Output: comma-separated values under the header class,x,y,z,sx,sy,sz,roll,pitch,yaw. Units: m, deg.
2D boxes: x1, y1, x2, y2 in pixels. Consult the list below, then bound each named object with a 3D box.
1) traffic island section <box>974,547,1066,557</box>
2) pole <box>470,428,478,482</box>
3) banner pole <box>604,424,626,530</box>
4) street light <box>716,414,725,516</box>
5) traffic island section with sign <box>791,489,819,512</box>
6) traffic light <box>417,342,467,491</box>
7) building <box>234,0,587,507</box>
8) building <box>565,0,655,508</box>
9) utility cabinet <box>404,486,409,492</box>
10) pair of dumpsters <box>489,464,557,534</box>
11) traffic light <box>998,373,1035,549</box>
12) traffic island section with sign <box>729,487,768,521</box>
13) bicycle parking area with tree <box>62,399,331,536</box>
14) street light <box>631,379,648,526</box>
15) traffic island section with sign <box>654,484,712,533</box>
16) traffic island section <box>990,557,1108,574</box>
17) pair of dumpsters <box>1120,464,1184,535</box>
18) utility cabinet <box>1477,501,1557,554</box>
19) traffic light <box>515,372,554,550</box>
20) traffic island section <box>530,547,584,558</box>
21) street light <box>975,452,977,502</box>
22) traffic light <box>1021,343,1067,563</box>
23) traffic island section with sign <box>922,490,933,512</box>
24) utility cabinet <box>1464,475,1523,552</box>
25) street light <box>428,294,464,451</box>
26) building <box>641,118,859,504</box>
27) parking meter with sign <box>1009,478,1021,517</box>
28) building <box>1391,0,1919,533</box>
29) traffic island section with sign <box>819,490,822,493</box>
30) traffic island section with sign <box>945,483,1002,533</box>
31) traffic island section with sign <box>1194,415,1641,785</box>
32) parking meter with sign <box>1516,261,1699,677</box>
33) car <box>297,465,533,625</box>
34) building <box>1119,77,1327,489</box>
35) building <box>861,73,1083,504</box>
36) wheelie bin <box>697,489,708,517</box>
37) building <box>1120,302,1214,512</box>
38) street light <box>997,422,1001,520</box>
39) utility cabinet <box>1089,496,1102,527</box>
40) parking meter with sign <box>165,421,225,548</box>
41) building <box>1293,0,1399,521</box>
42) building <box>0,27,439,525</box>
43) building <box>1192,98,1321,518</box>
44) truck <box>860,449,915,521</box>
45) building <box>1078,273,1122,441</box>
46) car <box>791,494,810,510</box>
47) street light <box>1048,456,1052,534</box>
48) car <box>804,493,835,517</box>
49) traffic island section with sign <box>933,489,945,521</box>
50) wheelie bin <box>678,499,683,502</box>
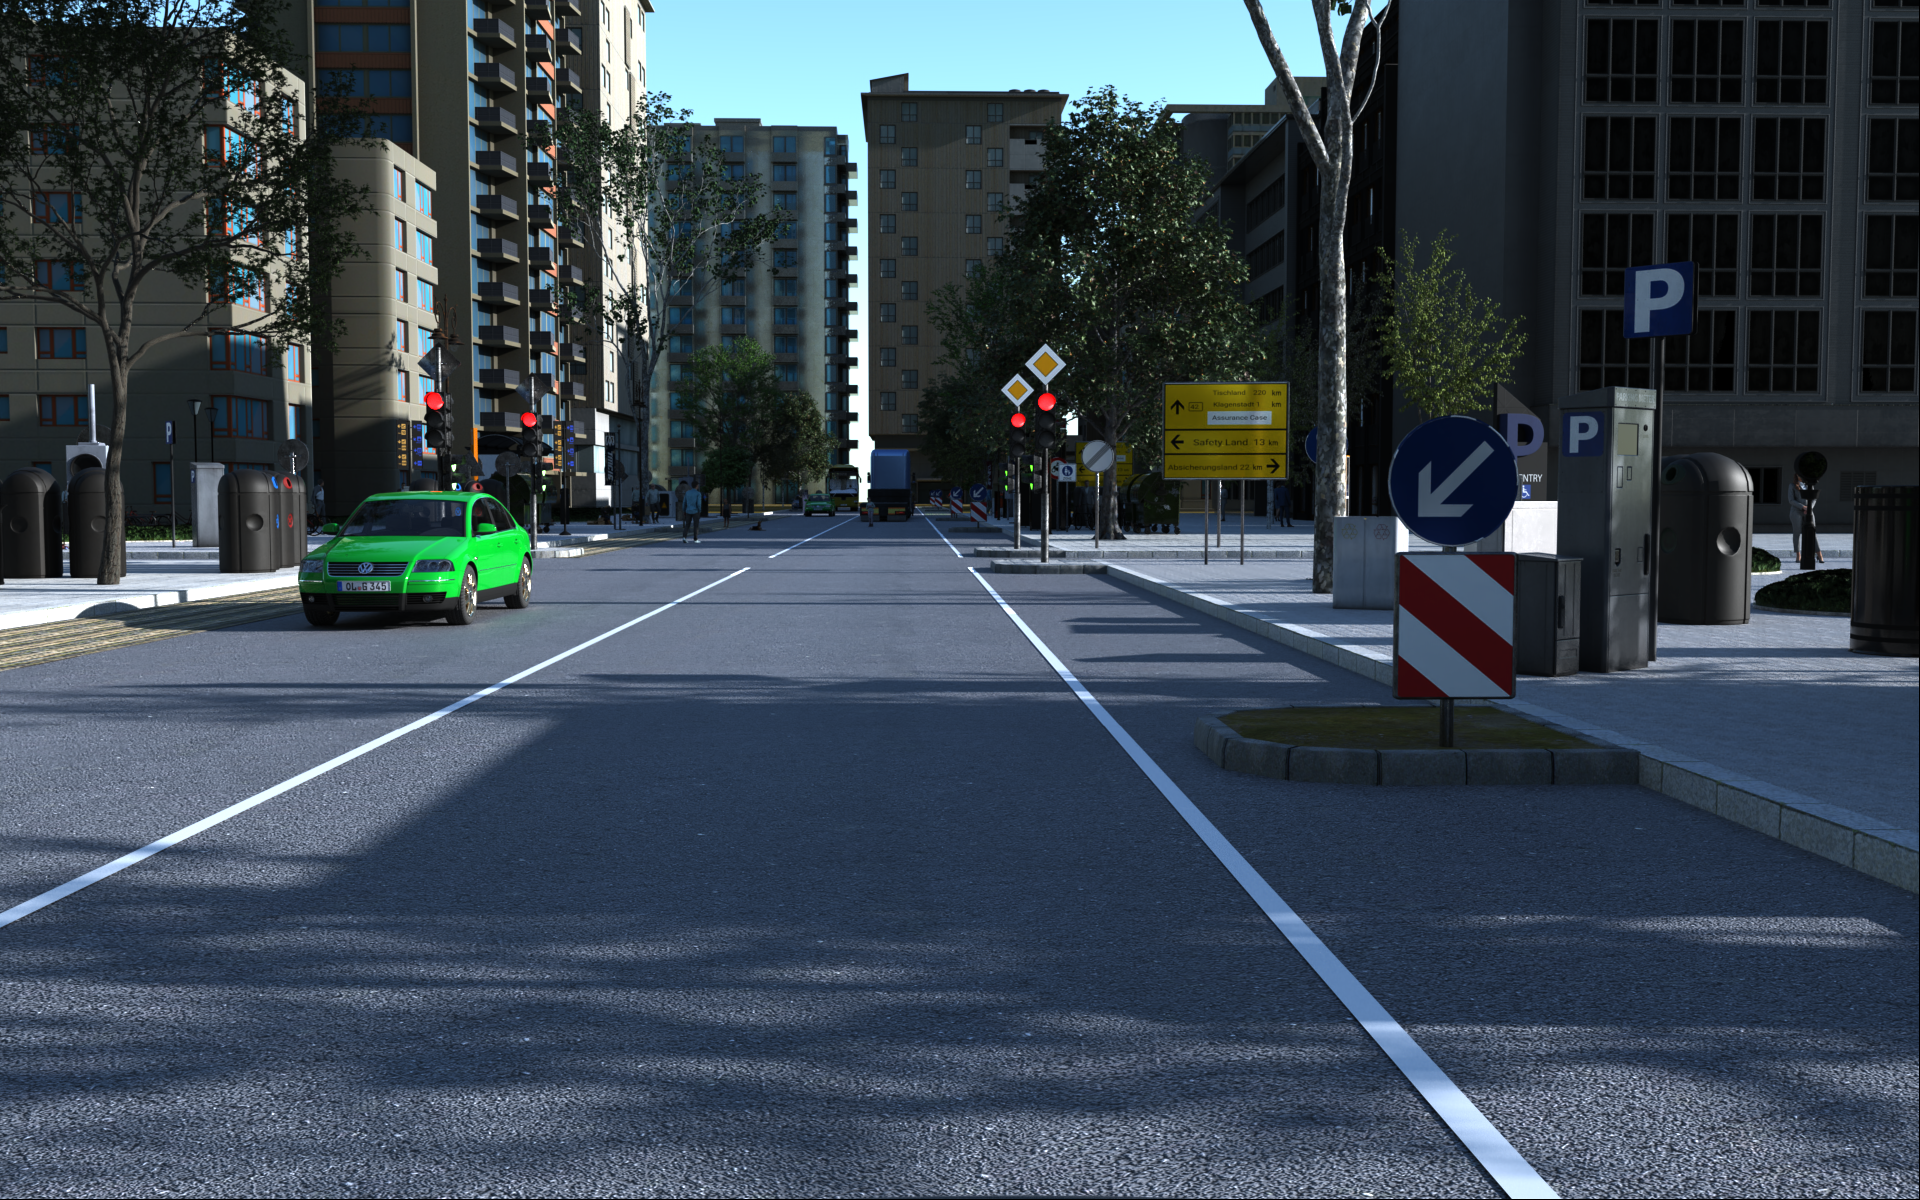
class,x,y,z,sx,sy,sz,roll,pitch,yaw
traffic island section,1.356,-1.111,40.447,2.009,0.180,2.903,0,4,-2
pole,-14.999,-3.650,53.525,0.158,3.312,0.155,0,3,0
banner pole,-12.335,-4.389,61.772,0.401,3.779,0.863,3,5,44
street light,-13.768,-7.764,99.731,0.468,5.910,1.993,0,4,-2
traffic island section with sign,-12.811,-8.146,141.811,1.989,1.847,2.006,0,4,-2
traffic light,-9.584,-2.634,31.979,0.839,4.253,0.868,0,4,-2
building,-40.577,-29.030,129.272,22.147,44.769,28.867,0,4,-2
building,-43.992,-34.966,160.937,27.495,52.752,28.713,0,4,-2
utility cabinet,-15.392,-2.504,49.615,0.318,1.500,1.173,2,4,24
pair of dumpsters,-14.057,-3.232,55.334,1.574,2.255,4.437,0,4,-2
traffic light,1.316,-3.144,40.331,0.839,4.253,0.868,0,4,-2
traffic island section with sign,-11.216,-5.101,92.028,1.989,1.847,2.006,0,4,-2
bicycle parking area with tree,-24.135,-4.158,54.984,9.016,4.147,8.231,0,4,-5
street light,-12.912,-5.942,69.932,0.468,5.910,1.993,0,4,-2
traffic island section with sign,-10.352,-3.447,64.993,1.989,1.847,2.006,0,4,-2
traffic island section,1.612,-0.623,32.466,2.009,0.180,2.903,0,4,-2
pair of dumpsters,6.284,-3.321,56.797,1.574,2.255,4.437,0,4,-2
utility cabinet,4.909,-0.237,15.037,1.020,1.237,0.306,-2,4,-35
traffic light,-9.839,-3.122,39.960,0.839,4.253,0.868,0,4,-2
traffic island section,-9.880,-1.089,40.093,2.009,0.180,2.903,0,4,-2
street light,1.073,-8.677,114.653,0.468,5.910,1.993,0,4,-2
traffic light,1.571,-2.656,32.350,0.839,4.253,0.868,0,4,-2
traffic island section with sign,-1.895,-8.166,142.149,1.989,1.847,2.006,0,4,-2
utility cabinet,5.599,-0.582,18.196,0.318,1.500,1.173,0,4,2
street light,-11.869,-4.119,40.139,0.468,5.910,1.993,0,4,-2
building,-28.370,-36.933,223.470,30.456,49.044,23.786,0,4,-2
parking meter with sign,2.988,-6.086,95.764,0.543,3.016,1.738,-1,4,-23
building,29.258,-16.389,61.473,24.014,27.812,14.314,0,4,-2
traffic island section with sign,-13.673,-9.794,168.752,1.989,1.847,2.006,0,4,-2
traffic island section with sign,0.558,-3.472,65.388,1.989,1.847,2.006,0,4,-2
traffic island section with sign,2.348,-0.052,9.471,1.989,1.847,2.006,0,4,-2
parking meter with sign,4.699,-1.004,12.679,1.738,3.016,0.543,-3,5,-41
car,-6.272,-0.704,20.311,1.959,1.807,4.718,0,4,-2
building,30.232,-28.978,165.666,32.217,40.220,23.993,0,4,-2
building,1.246,-38.951,226.080,27.495,52.752,28.713,0,4,-2
wheelie bin,-14.461,-5.427,96.645,0.980,1.594,0.693,2,4,27
building,28.409,-18.010,139.508,27.650,21.520,28.899,0,4,-2
street light,1.894,-6.854,84.853,0.468,5.910,1.993,0,4,-2
utility cabinet,5.619,-3.499,68.373,1.020,1.237,0.306,-1,4,-18
parking meter with sign,-18.155,-2.788,41.840,1.738,3.016,0.543,-3,5,-40
building,23.032,-15.198,78.168,12.332,23.373,15.834,0,4,-2
building,-41.457,-14.276,78.457,27.650,21.520,28.899,0,4,-2
building,22.909,-17.246,101.040,14.314,24.678,30.058,0,4,-2
truck,-4.105,-6.659,98.632,2.967,4.110,18.799,0,4,-1
building,22.567,-27.458,220.643,14.107,30.474,14.160,0,4,-2
car,-13.166,-8.195,145.992,2.014,1.417,4.499,0,4,0
street light,2.856,-5.027,54.975,0.468,5.910,1.993,0,4,-2
car,-8.981,-6.264,111.206,1.959,1.807,4.718,0,4,-1
traffic island section with sign,-0.305,-5.142,92.694,1.989,1.847,2.006,0,4,-2
wheelie bin,-17.976,-6.376,112.148,0.980,1.594,0.693,2,4,26
